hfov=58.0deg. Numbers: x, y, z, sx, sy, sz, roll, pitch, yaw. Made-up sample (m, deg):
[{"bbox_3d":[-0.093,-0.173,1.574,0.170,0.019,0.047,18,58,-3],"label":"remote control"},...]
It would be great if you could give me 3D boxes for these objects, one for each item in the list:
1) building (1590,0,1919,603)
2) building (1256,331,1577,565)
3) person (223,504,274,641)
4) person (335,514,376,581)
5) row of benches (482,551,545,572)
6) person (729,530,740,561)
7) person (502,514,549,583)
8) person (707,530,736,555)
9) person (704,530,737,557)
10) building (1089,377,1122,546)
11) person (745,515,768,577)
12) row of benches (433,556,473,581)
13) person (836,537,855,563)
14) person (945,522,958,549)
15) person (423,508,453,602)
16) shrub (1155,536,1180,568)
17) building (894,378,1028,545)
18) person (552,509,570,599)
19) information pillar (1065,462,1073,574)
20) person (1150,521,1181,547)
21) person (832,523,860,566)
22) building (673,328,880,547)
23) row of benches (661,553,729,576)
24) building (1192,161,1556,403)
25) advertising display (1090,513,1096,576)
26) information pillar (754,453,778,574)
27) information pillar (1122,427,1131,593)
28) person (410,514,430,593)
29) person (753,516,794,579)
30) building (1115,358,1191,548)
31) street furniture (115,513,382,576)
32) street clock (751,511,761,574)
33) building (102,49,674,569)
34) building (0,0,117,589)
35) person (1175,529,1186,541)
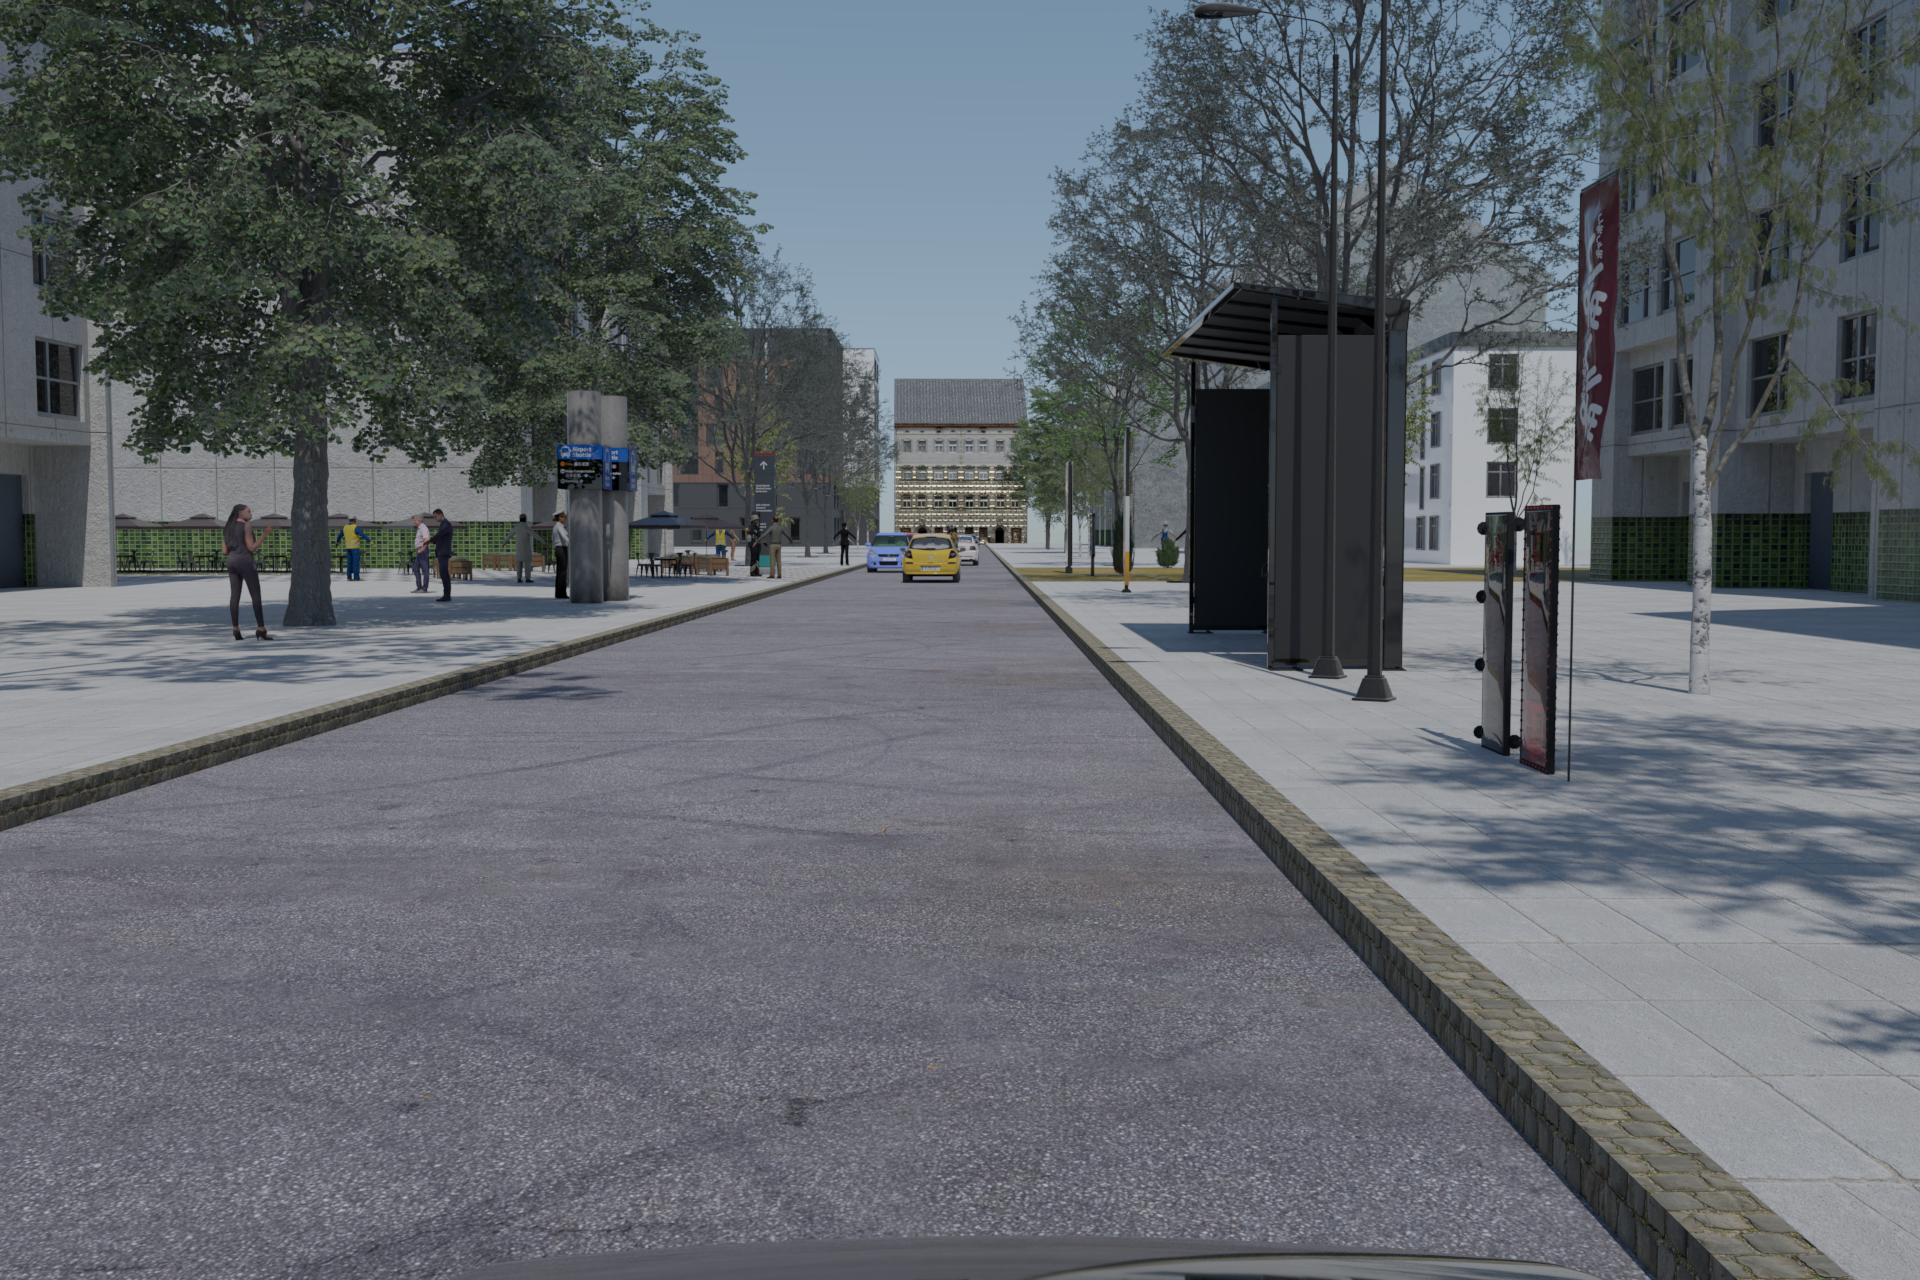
[{"bbox_3d":[26.149,-10.183,32.956,16.747,18.905,31.486,0,4,1],"label":"building"},{"bbox_3d":[21.353,-8.791,85.877,9.099,9.664,28.070,0,4,1],"label":"building"},{"bbox_3d":[-8.575,-0.819,20.908,0.593,1.643,0.415,-1,4,-19],"label":"person"},{"bbox_3d":[-16.471,-2.512,47.048,1.349,1.833,0.705,1,4,22],"label":"person"},{"bbox_3d":[-15.513,-2.736,60.203,1.422,0.672,4.104,-3,4,-37],"label":"row of benches"},{"bbox_3d":[-10.844,-4.675,83.233,0.721,1.733,1.217,-2,4,-27],"label":"person"},{"bbox_3d":[-11.488,-2.420,45.647,1.344,1.819,0.704,1,4,14],"label":"person"},{"bbox_3d":[-10.553,-4.303,76.533,1.347,1.806,0.705,-1,4,-21],"label":"person"},{"bbox_3d":[-8.771,-3.482,63.389,1.216,1.772,0.721,0,4,-2],"label":"person"},{"bbox_3d":[24.087,-20.081,194.781,16.747,18.905,31.486,0,3,0],"label":"building"},{"bbox_3d":[-6.153,-2.836,52.141,0.705,1.856,1.354,1,4,16],"label":"person"},{"bbox_3d":[-14.410,-2.060,49.137,1.422,0.672,4.104,-1,4,-23],"label":"row of benches"},{"bbox_3d":[-5.137,-4.176,77.549,0.991,1.433,0.599,2,4,26],"label":"person"},{"bbox_3d":[-0.374,-3.330,62.670,0.705,1.858,1.354,-2,4,-29],"label":"person"},{"bbox_3d":[-9.932,-1.619,32.957,0.568,1.767,0.683,-2,4,-29],"label":"person"},{"bbox_3d":[7.833,-3.321,65.416,1.383,1.207,1.383,0,3,0],"label":"shrub"},{"bbox_3d":[-0.148,-25.068,243.238,18.063,23.208,19.493,0,4,-2],"label":"building"},{"bbox_3d":[-7.859,-1.711,34.440,0.721,1.778,1.216,-2,4,-30],"label":"person"},{"bbox_3d":[3.577,-4.005,56.789,0.184,3.620,1.656,0,4,1],"label":"information pillar"},{"bbox_3d":[8.932,-4.243,75.230,1.347,1.847,0.705,1,4,14],"label":"person"},{"bbox_3d":[-4.642,-3.879,70.136,1.216,1.740,0.721,1,4,20],"label":"person"},{"bbox_3d":[-23.333,-21.054,188.203,27.936,21.610,32.646,0,4,0],"label":"building"},{"bbox_3d":[-8.489,-2.422,55.059,1.422,0.672,4.104,-2,4,-32],"label":"row of benches"},{"bbox_3d":[25.478,-17.161,111.505,19.493,23.208,18.063,0,4,1],"label":"building"},{"bbox_3d":[4.069,-2.935,53.207,0.123,1.923,0.974,0,4,1],"label":"advertising display"},{"bbox_3d":[-6.217,-4.033,55.323,0.750,3.857,0.750,0,4,0],"label":"information pillar"},{"bbox_3d":[3.659,-2.856,38.055,0.183,3.616,0.504,0,3,0],"label":"information pillar"},{"bbox_3d":[-11.700,-1.866,37.495,0.436,1.711,0.756,-1,4,-17],"label":"person"},{"bbox_3d":[-5.329,-2.666,49.864,1.348,1.796,0.705,-2,4,-35],"label":"person"},{"bbox_3d":[25.460,-20.674,168.945,19.493,23.208,18.063,0,4,1],"label":"building"},{"bbox_3d":[-33.402,-3.033,54.622,27.439,1.986,14.083,1,4,13],"label":"street furniture"},{"bbox_3d":[-6.443,-3.066,54.702,0.358,2.002,0.471,0,4,2],"label":"street clock"},{"bbox_3d":[-24.365,-13.020,79.340,16.747,18.905,31.486,0,4,1],"label":"building"},{"bbox_3d":[-29.023,-9.753,25.916,16.747,18.905,31.486,0,4,1],"label":"building"},{"bbox_3d":[9.256,-3.891,69.808,1.347,1.806,0.705,-1,4,-15],"label":"person"}]
